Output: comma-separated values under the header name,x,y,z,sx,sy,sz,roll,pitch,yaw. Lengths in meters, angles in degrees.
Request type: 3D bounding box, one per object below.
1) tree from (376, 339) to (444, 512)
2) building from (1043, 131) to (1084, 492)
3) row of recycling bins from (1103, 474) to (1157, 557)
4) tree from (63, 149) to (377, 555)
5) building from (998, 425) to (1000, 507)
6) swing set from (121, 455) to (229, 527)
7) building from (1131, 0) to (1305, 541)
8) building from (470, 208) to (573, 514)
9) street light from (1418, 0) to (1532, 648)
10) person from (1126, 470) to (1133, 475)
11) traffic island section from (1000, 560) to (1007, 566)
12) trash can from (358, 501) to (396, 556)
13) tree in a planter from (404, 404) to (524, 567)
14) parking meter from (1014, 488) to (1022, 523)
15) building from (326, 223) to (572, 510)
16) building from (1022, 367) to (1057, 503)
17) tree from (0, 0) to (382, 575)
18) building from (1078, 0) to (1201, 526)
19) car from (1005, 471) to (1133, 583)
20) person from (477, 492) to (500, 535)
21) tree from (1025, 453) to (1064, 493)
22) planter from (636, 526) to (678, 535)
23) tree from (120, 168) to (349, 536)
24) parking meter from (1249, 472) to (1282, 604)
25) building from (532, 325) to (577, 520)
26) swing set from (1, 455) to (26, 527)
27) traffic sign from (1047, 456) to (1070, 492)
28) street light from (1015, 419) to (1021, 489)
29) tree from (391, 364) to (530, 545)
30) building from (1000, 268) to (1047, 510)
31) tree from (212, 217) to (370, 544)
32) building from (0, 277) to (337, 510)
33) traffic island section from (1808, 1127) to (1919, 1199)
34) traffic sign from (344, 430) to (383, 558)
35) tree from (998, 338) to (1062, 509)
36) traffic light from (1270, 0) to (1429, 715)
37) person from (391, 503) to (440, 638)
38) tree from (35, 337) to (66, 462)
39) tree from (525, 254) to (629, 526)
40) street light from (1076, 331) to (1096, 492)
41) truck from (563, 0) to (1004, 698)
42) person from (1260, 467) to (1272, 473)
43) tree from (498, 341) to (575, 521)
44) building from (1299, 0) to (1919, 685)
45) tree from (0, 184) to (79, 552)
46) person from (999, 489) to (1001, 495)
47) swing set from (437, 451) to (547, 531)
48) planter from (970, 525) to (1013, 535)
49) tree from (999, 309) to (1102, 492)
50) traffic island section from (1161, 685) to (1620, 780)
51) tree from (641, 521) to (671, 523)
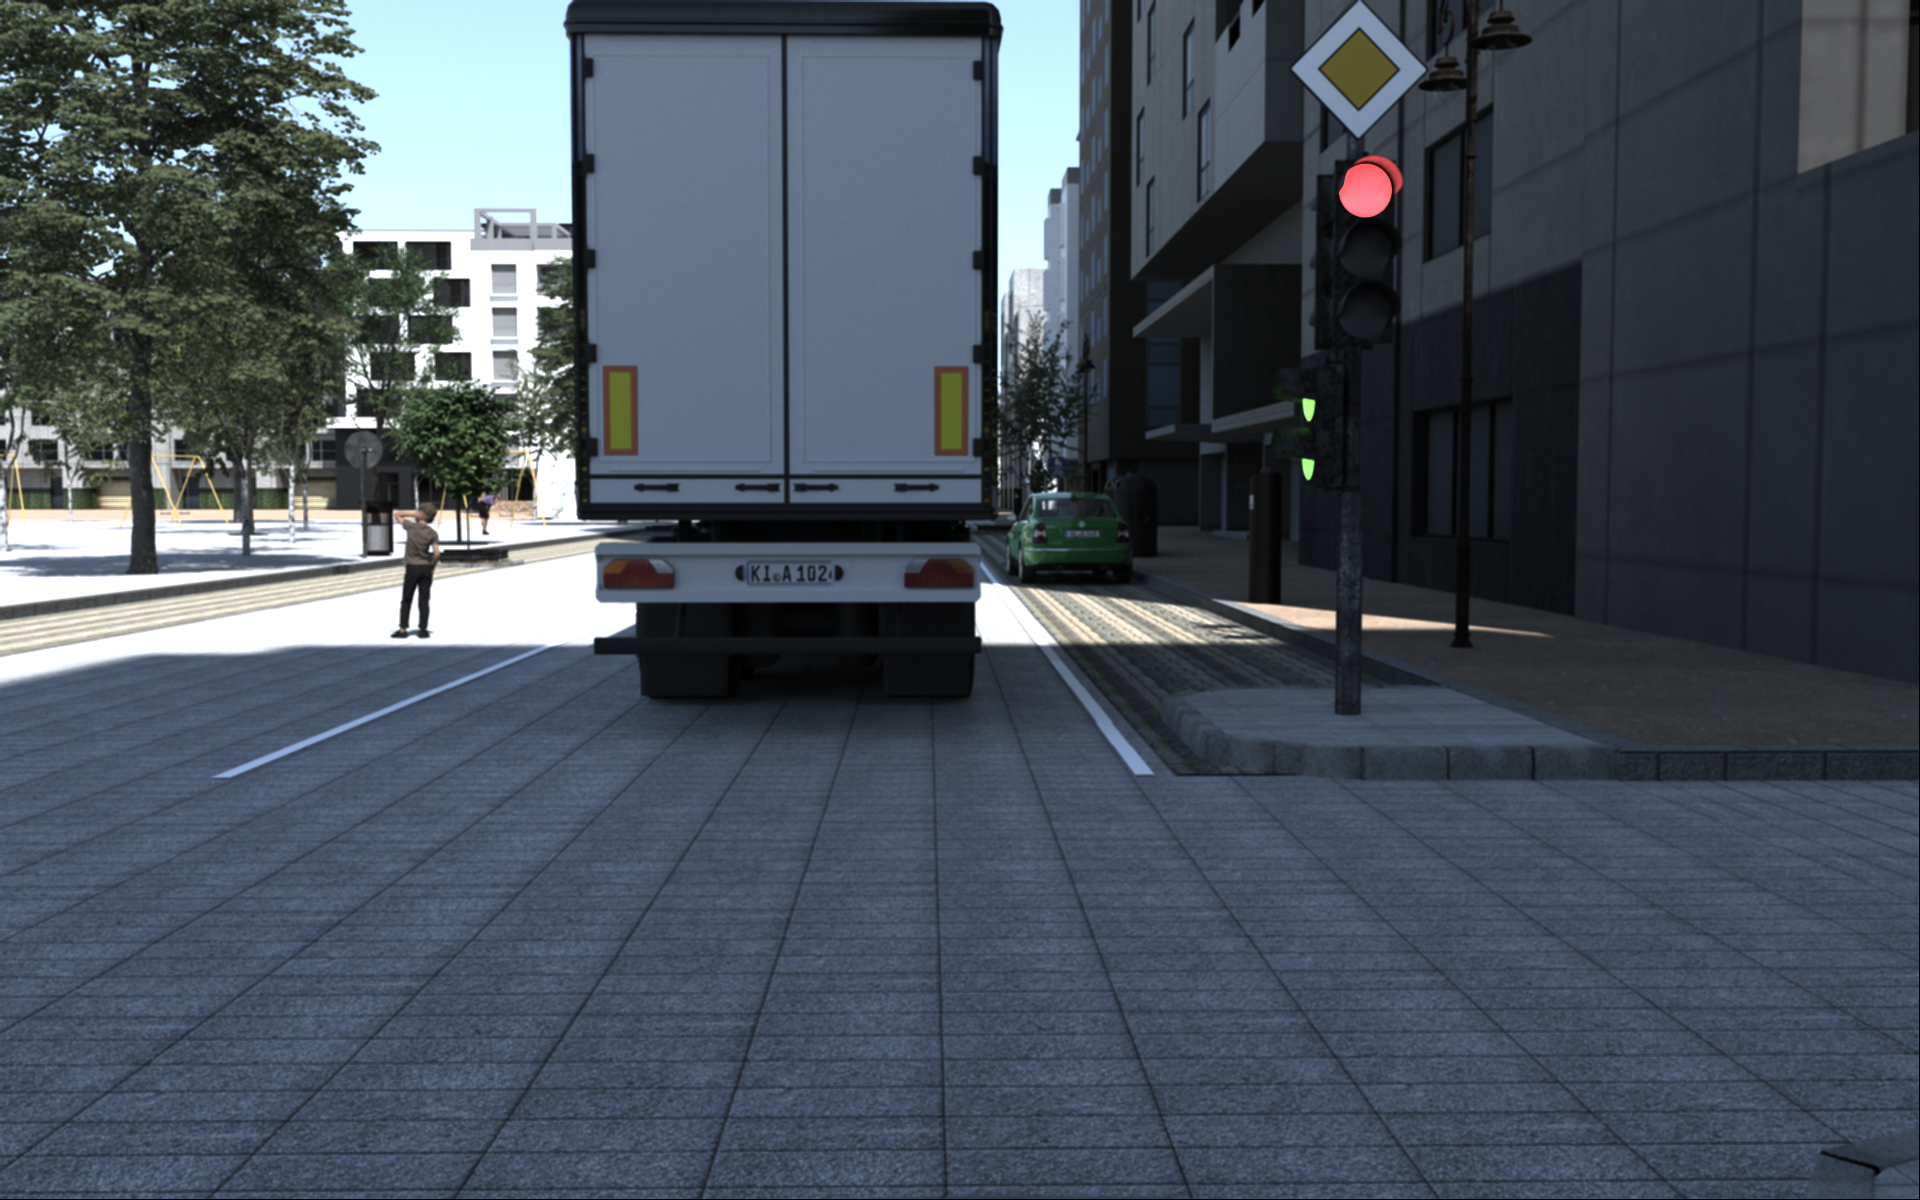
name,x,y,z,sx,sy,sz,roll,pitch,yaw
tree,-25.681,-8.021,81.503,4.737,8.622,4.395,0,3,0
building,12.686,-14.568,94.607,16.016,20.091,11.380,0,4,-1
row of recycling bins,3.637,-1.813,36.752,1.069,1.692,3.534,0,4,0
tree,-15.196,-5.238,35.997,4.737,8.622,4.395,0,3,0
building,15.991,-14.308,176.080,28.070,9.664,9.099,0,4,-1
swing set,-31.691,-4.409,69.702,2.862,2.851,3.119,1,4,14
building,19.542,-27.940,46.057,28.713,52.752,27.495,0,4,-1
building,-24.159,-16.075,119.244,16.016,20.091,11.380,0,4,-1
street light,4.213,-2.543,14.362,0.468,5.910,1.993,0,4,-1
person,4.009,-2.147,41.019,0.709,1.838,0.599,0,4,2
traffic island section,1.807,-0.735,34.879,1.991,0.108,1.994,0,4,-1
trash can,-12.111,-1.491,36.028,0.748,1.137,0.748,0,3,0
tree in a planter,-9.822,-2.280,34.507,1.991,3.239,1.994,0,4,-1
parking meter,2.602,-4.240,77.737,0.372,1.533,0.369,0,3,0
building,-33.067,-18.400,144.813,32.646,21.610,27.936,0,4,-1
building,9.410,-10.545,114.559,9.099,9.664,28.070,0,4,-1
tree,-13.059,-6.709,27.824,7.486,12.596,7.792,0,3,0
building,12.692,-25.984,74.950,14.600,45.320,14.200,0,4,-1
car,1.776,-1.236,29.007,1.959,1.807,4.718,0,4,-3
person,-14.844,-2.770,54.564,0.697,1.427,0.421,-1,4,-14
tree,3.407,-4.872,74.264,1.663,3.219,1.824,0,3,0
planter,-10.352,-2.471,61.534,1.991,0.319,1.994,0,4,-1
tree,-22.053,-7.828,53.738,9.928,11.665,9.643,0,3,0
parking meter,3.587,-0.730,20.345,0.372,1.533,0.369,0,3,0
building,-19.904,-9.619,99.418,9.099,9.664,28.070,0,4,-1
swing set,-38.835,-4.311,68.099,3.119,2.851,2.862,-3,5,-41
traffic sign,3.272,-3.523,57.708,0.768,2.556,0.104,0,4,5
street light,2.970,-6.852,84.823,0.468,5.910,1.993,0,4,-1
tree,-12.657,-3.684,43.950,4.285,4.588,4.351,0,3,0
building,12.387,-16.979,144.063,16.747,18.905,31.486,0,4,-1
tree,-17.367,-5.776,44.801,4.360,8.622,3.978,0,3,0
building,-65.236,-17.336,149.905,31.486,18.905,16.747,0,4,-1
traffic island section,2.441,1.232,2.131,2.009,0.180,2.903,0,4,-1
traffic sign,-11.949,-2.116,34.701,0.768,2.556,0.104,0,4,0
tree,2.890,-7.963,80.564,4.360,8.622,3.978,0,3,0
traffic light,2.245,-1.289,10.000,0.839,4.253,0.868,0,4,-1
person,-5.434,-0.297,17.263,0.435,1.345,0.340,-2,4,-33
tree,-29.666,-6.816,61.802,4.737,8.622,4.395,0,3,0
tree,-13.909,-9.276,69.797,7.486,12.596,7.792,0,3,0
street light,3.586,-4.684,49.375,0.468,5.910,1.993,0,4,-1
truck,-1.159,-1.624,15.469,2.839,4.237,11.283,0,4,-2
person,5.538,-1.494,31.022,0.434,1.755,0.990,1,4,15
tree,-20.131,-8.062,82.181,4.737,8.622,4.395,0,3,0
building,16.549,-35.548,19.462,20.611,71.187,20.563,0,4,-1
tree,-21.208,-5.363,38.040,4.360,8.622,3.978,0,3,0
person,2.171,-6.051,105.772,0.445,1.727,0.742,3,5,41
swing set,-16.923,-3.943,62.093,3.119,2.851,2.862,-3,5,-41
planter,1.272,-2.488,61.811,1.991,0.319,1.994,0,4,-1
tree,3.474,-7.228,68.539,4.737,8.622,4.395,0,3,0
traffic island section,2.286,0.744,10.114,2.009,0.180,2.903,0,4,-1
tree,-13.694,-5.784,78.284,4.285,4.588,4.351,0,3,0
